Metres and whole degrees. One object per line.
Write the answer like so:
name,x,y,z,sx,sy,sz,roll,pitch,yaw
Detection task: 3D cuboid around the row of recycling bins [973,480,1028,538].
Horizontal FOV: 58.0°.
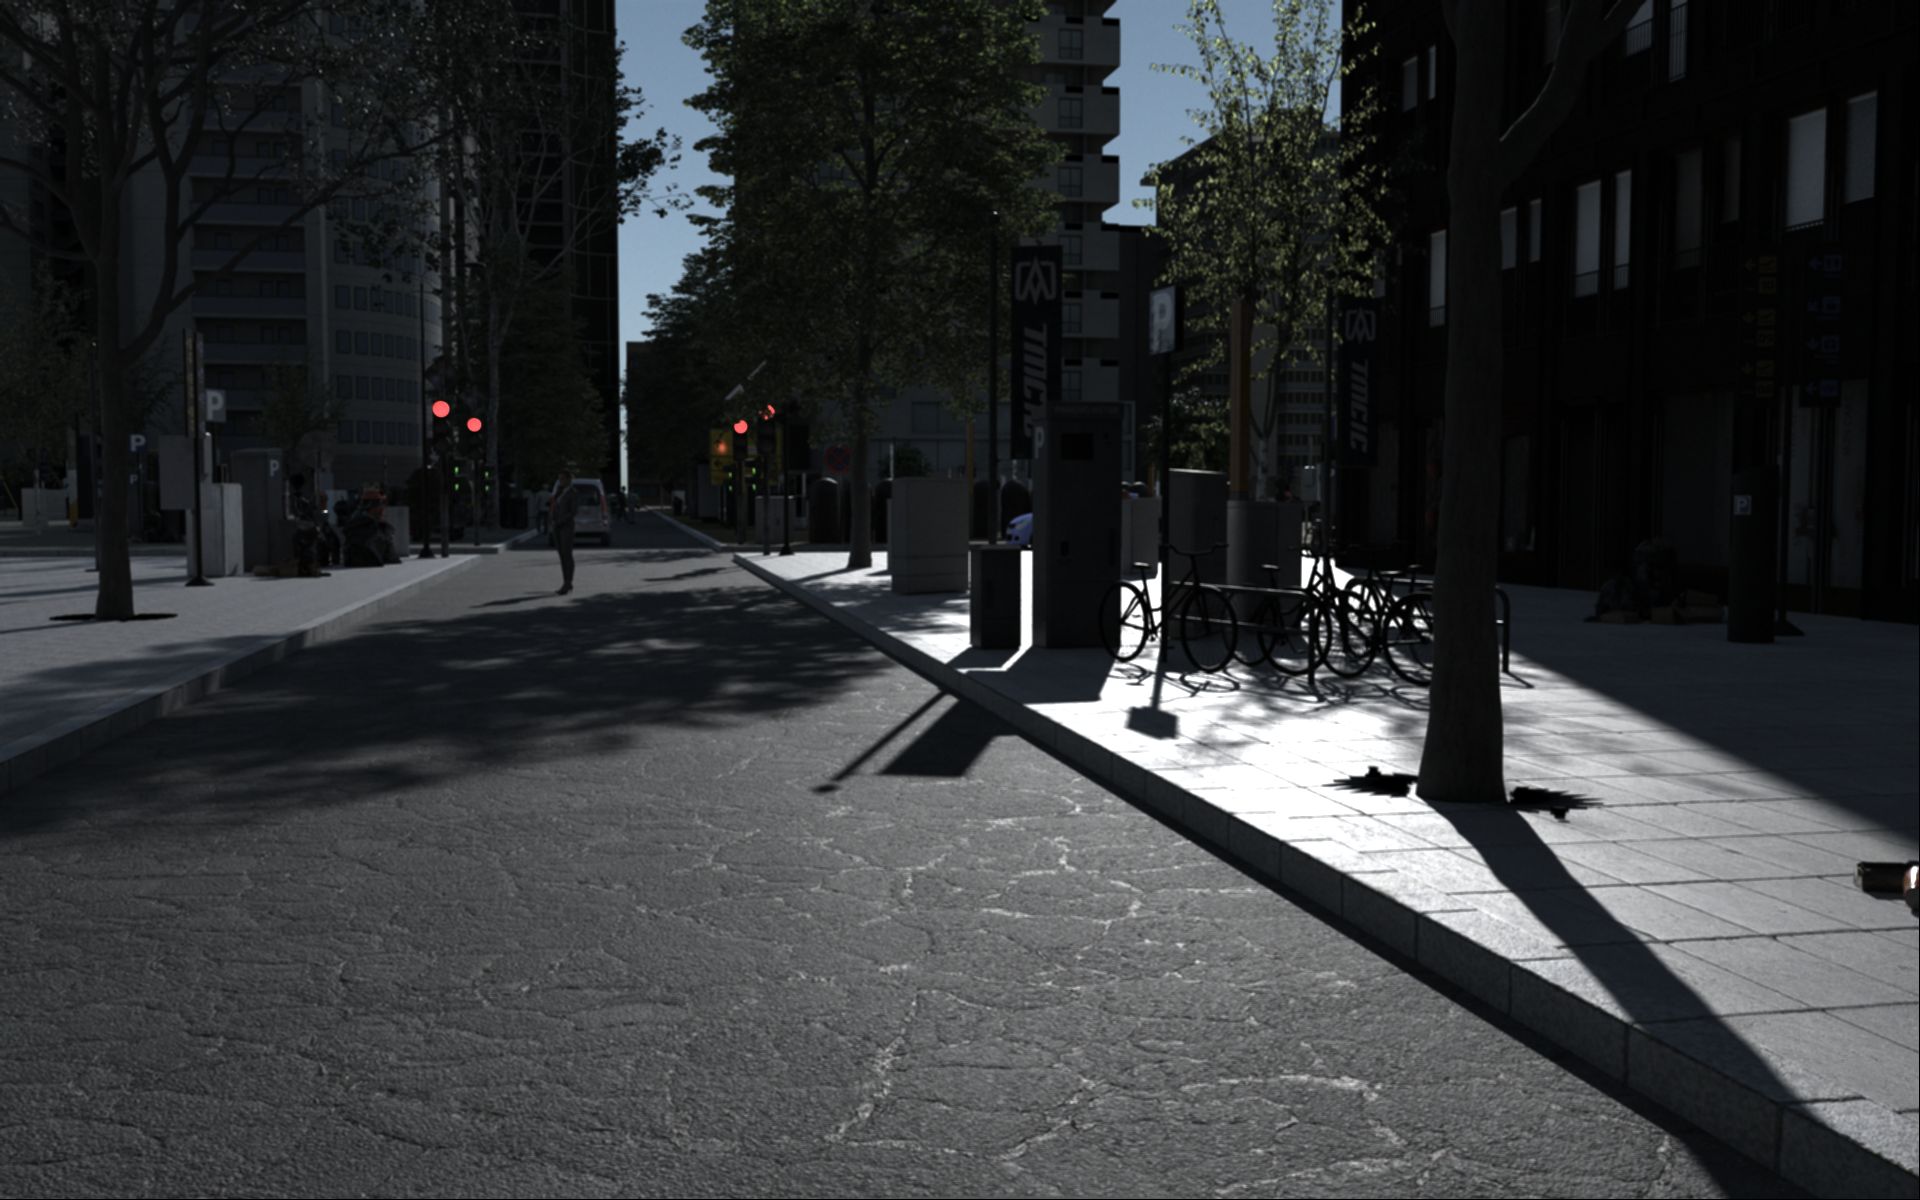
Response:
row of recycling bins,1.194,-2.692,51.123,3.534,1.692,1.069,0,4,4

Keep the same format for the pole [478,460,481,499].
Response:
pole,-26.388,-6.183,94.929,0.158,3.312,0.155,0,3,0

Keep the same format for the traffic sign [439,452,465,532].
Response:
traffic sign,-15.365,-3.198,52.396,0.768,2.556,0.104,0,4,-5

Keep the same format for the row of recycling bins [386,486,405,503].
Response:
row of recycling bins,-29.240,-5.054,89.740,1.069,1.692,3.534,-1,4,-19

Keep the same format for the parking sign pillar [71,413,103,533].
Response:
parking sign pillar,-29.085,-4.259,58.112,1.447,3.967,1.447,0,4,3

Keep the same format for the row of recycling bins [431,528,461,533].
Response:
row of recycling bins,-17.245,-3.119,58.111,1.069,1.692,3.534,-1,4,-18

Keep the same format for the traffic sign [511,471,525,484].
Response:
traffic sign,-23.918,-5.730,93.784,0.768,2.556,0.104,0,4,-5

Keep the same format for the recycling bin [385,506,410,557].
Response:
recycling bin,-11.705,-1.392,35.309,0.722,1.027,0.722,-3,5,-40

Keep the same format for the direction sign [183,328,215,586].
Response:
direction sign,-10.661,-1.969,24.189,0.379,3.537,0.876,-1,4,-9

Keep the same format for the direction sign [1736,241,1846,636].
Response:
direction sign,7.492,-1.449,15.685,0.876,3.537,0.379,1,4,12

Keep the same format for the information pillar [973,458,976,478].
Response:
information pillar,0.835,-7.333,111.250,0.183,3.616,0.504,3,5,44

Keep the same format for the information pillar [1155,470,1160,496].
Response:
information pillar,12.961,-7.488,113.788,0.183,3.616,0.504,2,4,34

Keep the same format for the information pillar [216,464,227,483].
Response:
information pillar,-18.340,-2.349,42.893,0.304,2.012,0.304,0,4,-5

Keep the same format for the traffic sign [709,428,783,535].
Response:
traffic sign,-6.650,-3.669,53.866,2.265,3.308,0.079,-1,4,-9

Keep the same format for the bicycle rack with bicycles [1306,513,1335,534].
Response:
bicycle rack with bicycles,8.425,-1.265,34.068,2.852,0.926,2.925,-1,4,-14

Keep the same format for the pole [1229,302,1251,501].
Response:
pole,3.000,-1.513,18.574,0.158,3.312,0.155,0,3,0

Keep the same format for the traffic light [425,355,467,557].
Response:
traffic light,-10.413,-2.816,34.971,0.839,4.253,0.868,-1,4,-11

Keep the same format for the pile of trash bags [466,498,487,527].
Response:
pile of trash bags,-19.984,-3.591,68.472,3.447,1.369,1.912,1,4,21

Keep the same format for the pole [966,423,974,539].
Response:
pole,0.280,-3.402,49.458,0.158,3.312,0.155,0,3,0

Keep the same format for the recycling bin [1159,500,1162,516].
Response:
recycling bin,8.097,-3.697,73.000,0.722,1.027,0.722,0,4,-6

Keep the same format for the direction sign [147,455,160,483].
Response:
direction sign,-47.106,-6.695,101.453,0.876,3.537,0.379,0,4,-4

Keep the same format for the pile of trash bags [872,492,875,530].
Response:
pile of trash bags,-2.539,-3.243,62.778,1.912,1.369,3.447,-3,4,-37

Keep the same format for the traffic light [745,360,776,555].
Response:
traffic light,-4.074,-2.893,36.221,0.839,4.253,0.868,-1,4,-11

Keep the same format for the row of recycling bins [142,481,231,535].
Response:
row of recycling bins,-24.643,-2.889,54.352,1.069,1.692,3.534,1,4,19

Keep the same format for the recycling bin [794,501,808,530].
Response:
recycling bin,-6.085,-3.058,62.557,0.722,1.027,0.722,1,4,21

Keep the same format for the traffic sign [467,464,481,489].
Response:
traffic sign,-19.709,-4.333,70.852,0.884,2.594,0.081,0,4,-8

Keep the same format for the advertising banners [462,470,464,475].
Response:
advertising banners,-32.782,-7.123,112.652,2.074,3.025,0.090,3,5,42

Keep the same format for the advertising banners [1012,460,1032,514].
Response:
advertising banners,2.194,-3.961,60.952,0.090,3.025,2.074,2,4,24

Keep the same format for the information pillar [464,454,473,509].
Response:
information pillar,-26.189,-6.177,92.341,0.504,3.616,0.183,1,4,19

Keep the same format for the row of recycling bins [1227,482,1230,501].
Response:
row of recycling bins,8.980,-3.400,62.698,1.069,1.692,3.534,-2,4,-25

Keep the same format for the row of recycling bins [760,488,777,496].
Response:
row of recycling bins,-10.888,-6.133,107.383,3.534,1.692,1.069,1,4,19

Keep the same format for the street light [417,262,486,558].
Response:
street light,-10.194,-3.805,34.752,1.470,5.913,1.316,-1,4,-11

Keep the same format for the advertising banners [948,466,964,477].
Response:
advertising banners,-0.496,-6.797,107.314,2.074,3.025,0.090,3,5,42

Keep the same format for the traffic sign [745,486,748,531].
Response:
traffic sign,-7.365,-3.652,59.708,0.884,2.594,0.081,0,4,-4

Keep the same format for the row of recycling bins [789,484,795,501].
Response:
row of recycling bins,-5.528,-3.889,70.692,3.534,1.692,1.069,2,4,28

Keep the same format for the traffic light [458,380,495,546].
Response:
traffic light,-11.945,-3.296,42.808,0.839,4.253,0.868,-1,4,-11

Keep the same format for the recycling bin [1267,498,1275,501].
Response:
recycling bin,22.359,-6.832,124.252,0.722,1.027,0.722,0,4,4

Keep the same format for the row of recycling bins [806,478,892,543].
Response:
row of recycling bins,-2.287,-2.391,46.207,3.534,1.692,1.069,-2,4,-24

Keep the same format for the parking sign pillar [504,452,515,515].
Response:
parking sign pillar,-28.089,-7.232,106.718,1.447,3.967,1.447,-1,4,-18

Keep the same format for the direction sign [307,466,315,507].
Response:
direction sign,-31.424,-5.631,84.070,0.379,3.537,0.876,1,4,10

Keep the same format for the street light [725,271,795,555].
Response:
street light,-4.180,-3.893,36.188,1.470,5.913,1.316,-1,4,-11

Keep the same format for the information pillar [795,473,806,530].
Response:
information pillar,-5.660,-3.481,61.412,0.304,2.012,0.304,1,4,14

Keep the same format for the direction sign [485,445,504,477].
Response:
direction sign,-21.614,-5.414,80.520,0.876,3.537,0.379,0,4,6

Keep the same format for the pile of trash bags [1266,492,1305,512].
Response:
pile of trash bags,16.647,-4.623,85.344,3.447,1.369,1.912,0,3,0

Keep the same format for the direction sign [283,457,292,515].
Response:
direction sign,-40.968,-6.946,105.557,0.379,3.537,0.876,1,4,8

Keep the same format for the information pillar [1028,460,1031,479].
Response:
information pillar,4.459,-7.344,111.435,0.183,3.616,0.504,-1,4,-15

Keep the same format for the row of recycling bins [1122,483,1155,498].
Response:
row of recycling bins,5.852,-3.440,63.351,1.069,1.692,3.534,-1,4,-22

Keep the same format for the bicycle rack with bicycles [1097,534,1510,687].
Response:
bicycle rack with bicycles,2.701,0.046,12.631,2.852,0.926,2.925,-2,4,-26

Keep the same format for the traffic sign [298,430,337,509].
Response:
traffic sign,-12.775,-2.101,34.460,0.768,2.556,0.104,0,4,-6

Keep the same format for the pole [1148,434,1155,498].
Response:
pole,5.965,-3.681,54.033,0.158,3.312,0.155,0,3,0

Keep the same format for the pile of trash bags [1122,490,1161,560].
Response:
pile of trash bags,3.240,-1.536,34.872,1.912,1.369,3.447,0,4,4

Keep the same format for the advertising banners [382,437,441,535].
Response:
advertising banners,-16.978,-3.511,53.601,2.074,3.025,0.090,0,4,2

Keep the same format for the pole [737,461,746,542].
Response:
pole,-5.843,-3.207,46.277,0.158,3.312,0.155,0,3,0

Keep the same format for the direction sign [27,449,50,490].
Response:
direction sign,-46.224,-5.800,86.825,0.876,3.537,0.379,-2,4,-29

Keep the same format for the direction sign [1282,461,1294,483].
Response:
direction sign,22.517,-7.766,118.977,0.876,3.537,0.379,-1,4,-12

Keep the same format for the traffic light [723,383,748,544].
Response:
traffic light,-5.606,-3.372,44.058,0.839,4.253,0.868,-1,4,-11

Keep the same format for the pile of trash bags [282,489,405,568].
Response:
pile of trash bags,-11.169,-1.345,31.741,1.912,1.369,3.447,0,4,-3

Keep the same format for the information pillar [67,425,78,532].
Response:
information pillar,-30.243,-4.147,59.150,0.183,3.616,0.504,1,4,18
